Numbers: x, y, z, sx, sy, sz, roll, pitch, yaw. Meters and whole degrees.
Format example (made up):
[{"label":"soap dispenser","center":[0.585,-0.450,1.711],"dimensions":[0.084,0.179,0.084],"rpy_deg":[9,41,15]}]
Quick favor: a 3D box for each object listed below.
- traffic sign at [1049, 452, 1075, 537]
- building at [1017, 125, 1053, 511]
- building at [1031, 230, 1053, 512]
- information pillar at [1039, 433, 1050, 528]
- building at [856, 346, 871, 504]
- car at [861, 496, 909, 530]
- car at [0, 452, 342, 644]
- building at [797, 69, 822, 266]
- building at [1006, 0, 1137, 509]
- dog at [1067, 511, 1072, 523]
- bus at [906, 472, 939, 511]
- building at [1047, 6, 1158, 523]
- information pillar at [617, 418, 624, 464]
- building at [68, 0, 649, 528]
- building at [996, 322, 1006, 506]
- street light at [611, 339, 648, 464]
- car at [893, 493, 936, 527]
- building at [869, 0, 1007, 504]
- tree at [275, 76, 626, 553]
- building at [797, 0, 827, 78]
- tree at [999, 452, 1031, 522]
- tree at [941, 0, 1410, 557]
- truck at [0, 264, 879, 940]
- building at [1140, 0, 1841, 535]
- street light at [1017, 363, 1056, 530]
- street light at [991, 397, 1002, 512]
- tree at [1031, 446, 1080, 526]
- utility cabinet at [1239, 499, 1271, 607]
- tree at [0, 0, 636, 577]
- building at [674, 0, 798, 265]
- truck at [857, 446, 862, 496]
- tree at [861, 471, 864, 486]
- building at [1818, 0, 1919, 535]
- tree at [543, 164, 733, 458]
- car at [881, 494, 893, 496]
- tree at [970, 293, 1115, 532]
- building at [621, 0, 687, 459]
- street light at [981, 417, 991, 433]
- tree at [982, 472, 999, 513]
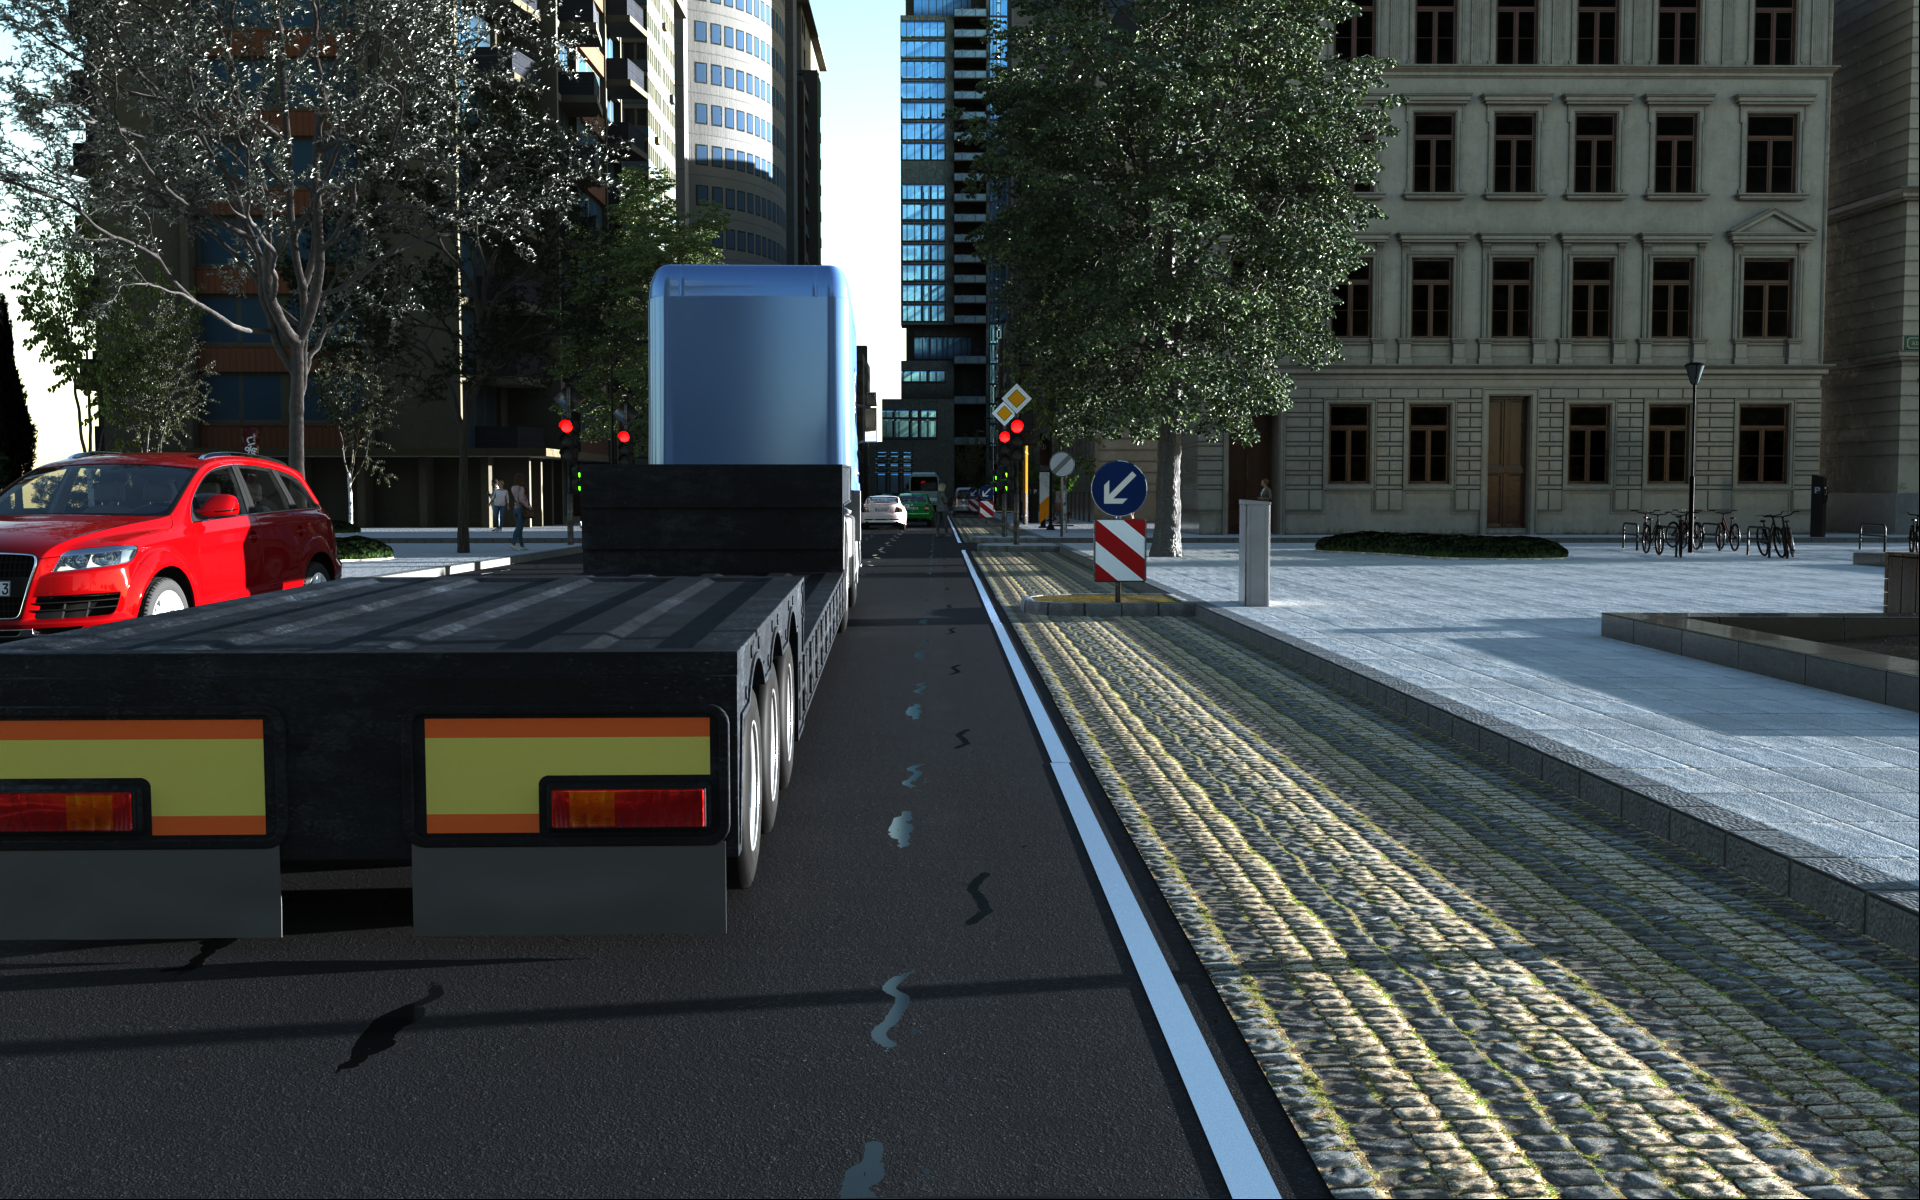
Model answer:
[{"label":"traffic sign","center":[3.055,-3.172,51.973],"dimensions":[0.768,2.556,0.104],"rpy_deg":[0,4,4]},{"label":"building","center":[11.411,-22.338,136.935],"dimensions":[14.160,30.474,14.107],"rpy_deg":[0,4,-1]},{"label":"building","center":[10.604,-17.138,116.366],"dimensions":[11.583,22.565,21.152],"rpy_deg":[0,4,-1]},{"label":"information pillar","center":[3.233,-4.539,65.567],"dimensions":[0.504,3.616,0.183],"rpy_deg":[0,4,2]},{"label":"building","center":[-26.560,-23.311,226.167],"dimensions":[28.899,21.520,27.650],"rpy_deg":[0,4,-1]},{"label":"car","center":[-3.136,-3.596,71.161],"dimensions":[2.083,1.381,4.827],"rpy_deg":[0,4,-1]},{"label":"car","center":[-7.208,-0.403,15.258],"dimensions":[2.281,1.827,5.304],"rpy_deg":[0,4,0]},{"label":"building","center":[-20.415,-29.270,162.167],"dimensions":[14.154,41.232,14.086],"rpy_deg":[0,4,-1]},{"label":"building","center":[14.729,-37.630,157.243],"dimensions":[21.231,58.520,28.212],"rpy_deg":[0,4,-1]},{"label":"dog","center":[4.692,-3.725,77.727],"dimensions":[0.406,0.507,0.540],"rpy_deg":[3,5,42]},{"label":"bus","center":[-3.239,-9.641,152.496],"dimensions":[2.948,3.499,13.247],"rpy_deg":[0,4,-2]},{"label":"building","center":[13.026,-15.746,90.729],"dimensions":[16.112,22.955,30.059],"rpy_deg":[0,4,-1]},{"label":"information pillar","center":[-10.415,-3.790,53.327],"dimensions":[0.183,3.616,0.504],"rpy_deg":[1,4,14]},{"label":"building","center":[-26.375,-25.887,77.885],"dimensions":[22.147,44.769,28.867],"rpy_deg":[0,4,-1]},{"label":"building","center":[18.235,-20.926,187.178],"dimensions":[27.650,21.520,28.899],"rpy_deg":[0,4,-1]},{"label":"street light","center":[-9.910,-4.867,52.113],"dimensions":[1.470,5.913,1.316],"rpy_deg":[0,4,-1]},{"label":"car","center":[-2.064,-4.213,77.674],"dimensions":[1.959,1.807,4.718],"rpy_deg":[0,4,1]},{"label":"building","center":[4.180,-55.617,222.011],"dimensions":[31.000,86.520,22.319],"rpy_deg":[0,4,-1]},{"label":"tree","center":[-10.897,-6.283,37.147],"dimensions":[8.767,10.594,7.601],"rpy_deg":[0,4,5]},{"label":"building","center":[-28.802,-36.468,185.490],"dimensions":[27.495,52.752,28.713],"rpy_deg":[0,4,-1]},{"label":"tree","center":[3.128,-5.164,79.038],"dimensions":[1.663,3.219,1.824],"rpy_deg":[0,3,0]},{"label":"tree","center":[4.237,-7.871,35.339],"dimensions":[9.857,13.997,8.962],"rpy_deg":[0,3,0]},{"label":"truck","center":[-2.251,-1.519,14.597],"dimensions":[2.967,4.110,18.799],"rpy_deg":[0,4,-2]},{"label":"building","center":[17.203,-13.624,58.904],"dimensions":[21.152,22.565,11.583],"rpy_deg":[0,4,-1]},{"label":"street light","center":[2.692,-5.448,61.608],"dimensions":[1.470,5.913,1.316],"rpy_deg":[0,4,-1]},{"label":"street light","center":[2.347,-6.770,83.237],"dimensions":[1.470,5.913,1.316],"rpy_deg":[0,4,-1]},{"label":"tree","center":[4.151,-4.577,69.442],"dimensions":[1.663,3.219,1.824],"rpy_deg":[0,3,0]},{"label":"utility cabinet","center":[3.440,-0.554,20.214],"dimensions":[0.306,1.237,1.020],"rpy_deg":[0,4,5]},{"label":"tree","center":[-10.220,-7.096,26.392],"dimensions":[12.009,13.543,11.850],"rpy_deg":[0,3,0]},{"label":"building","center":[-24.767,-36.579,140.065],"dimensions":[21.231,58.520,28.212],"rpy_deg":[0,4,-1]},{"label":"truck","center":[-7.057,-6.769,99.590],"dimensions":[2.839,4.237,11.283],"rpy_deg":[0,4,-1]},{"label":"tree","center":[-12.567,-13.163,198.922],"dimensions":[4.285,4.588,4.351],"rpy_deg":[0,3,0]},{"label":"building","center":[40.458,-16.672,59.981],"dimensions":[23.554,28.519,14.401],"rpy_deg":[0,4,-1]},{"label":"tree","center":[-10.729,-8.716,60.637],"dimensions":[7.486,12.596,7.792],"rpy_deg":[0,3,0]},{"label":"car","center":[-8.127,-11.214,192.137],"dimensions":[1.959,1.807,4.718],"rpy_deg":[0,4,-2]},{"label":"tree","center":[3.443,-6.554,57.513],"dimensions":[4.737,8.622,4.395],"rpy_deg":[0,3,0]},{"label":"building","center":[-31.614,-25.715,112.325],"dimensions":[32.217,40.220,23.993],"rpy_deg":[0,4,-1]},{"label":"street light","center":[2.158,-8.093,104.869],"dimensions":[1.470,5.913,1.316],"rpy_deg":[0,4,-1]},{"label":"tree","center":[2.869,-7.569,118.347],"dimensions":[1.663,3.219,1.824],"rpy_deg":[0,3,0]}]
